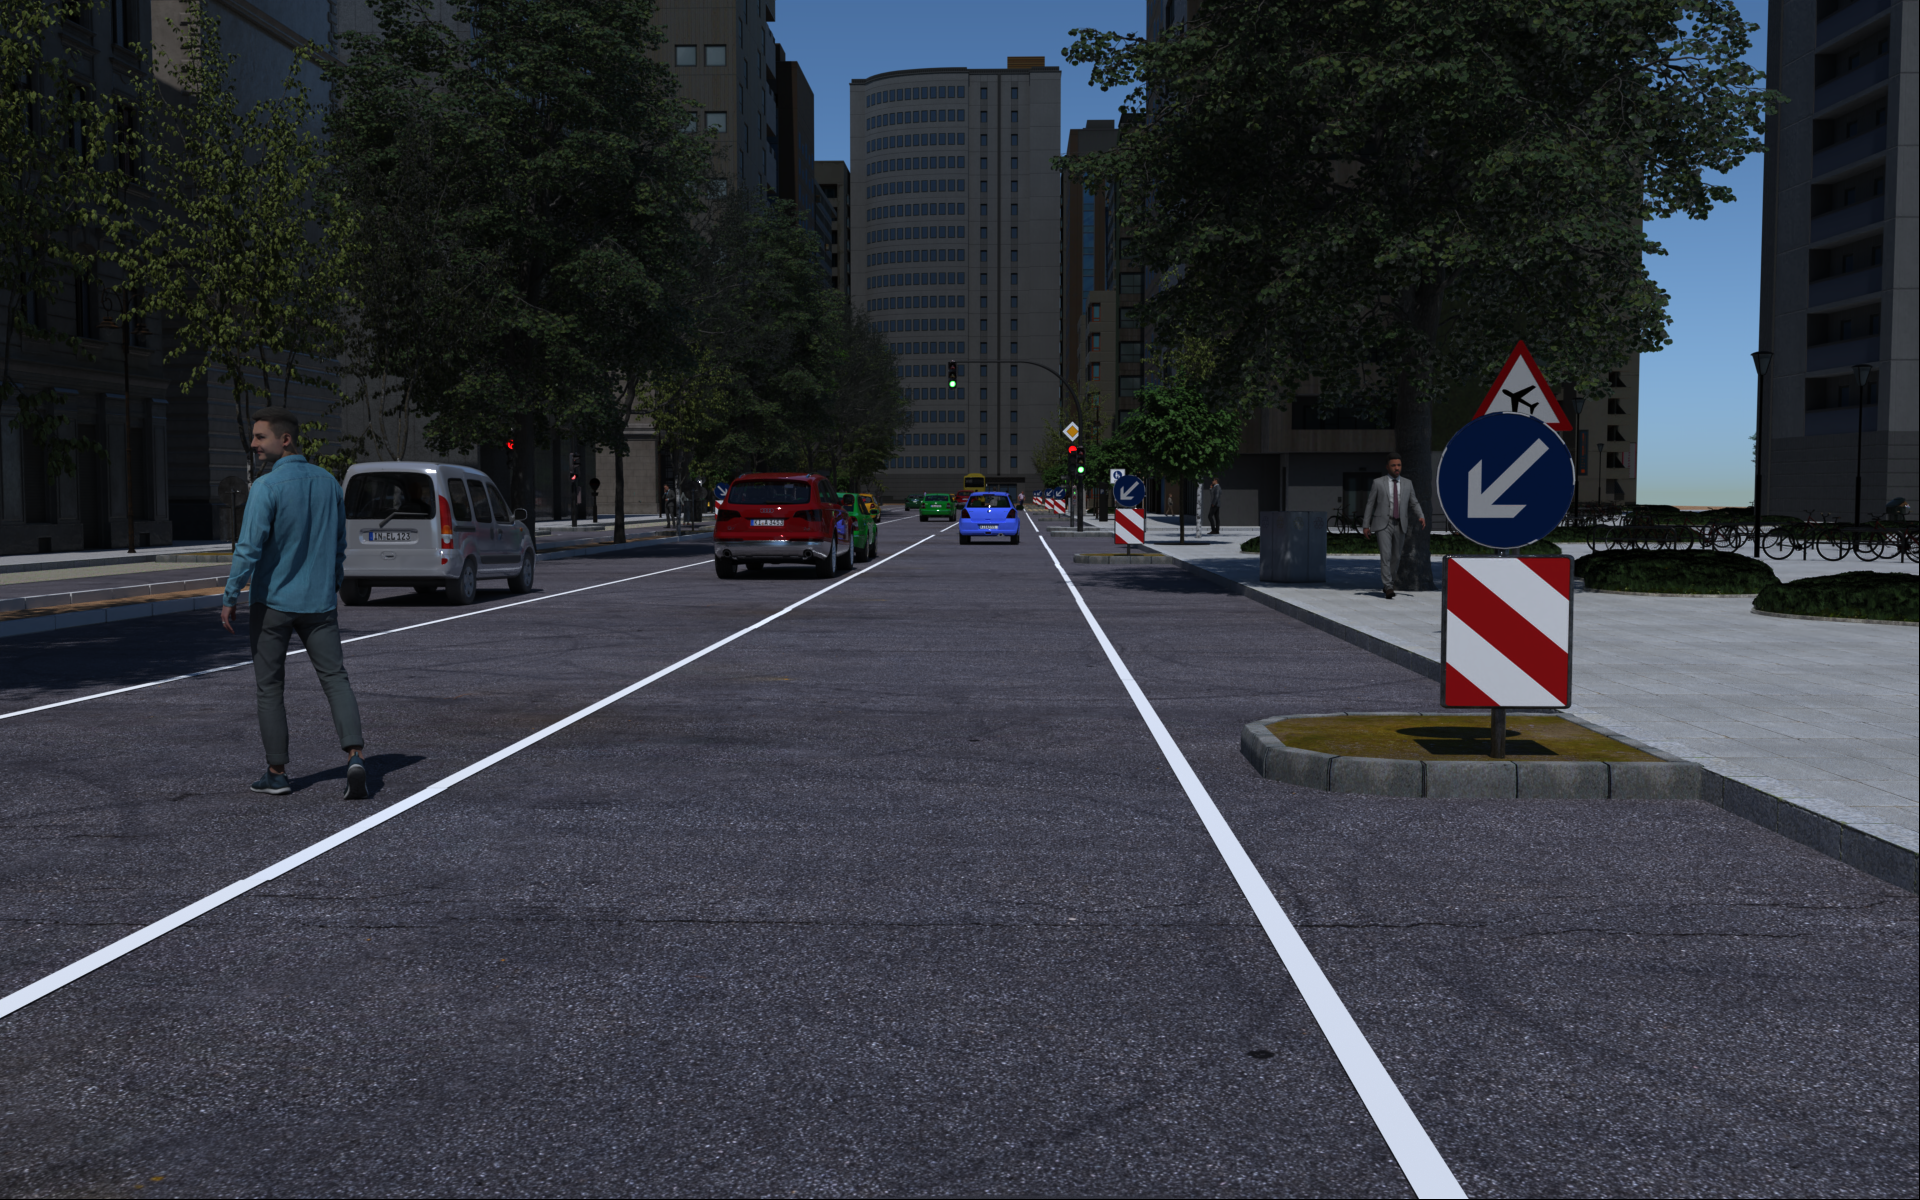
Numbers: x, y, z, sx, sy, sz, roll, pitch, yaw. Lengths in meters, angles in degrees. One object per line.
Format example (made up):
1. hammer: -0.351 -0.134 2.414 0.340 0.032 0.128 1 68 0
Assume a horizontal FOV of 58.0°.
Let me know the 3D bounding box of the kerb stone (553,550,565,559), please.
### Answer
1. kerb stone: -8.960 -0.976 38.243 0.120 0.150 1.000 0 4 2

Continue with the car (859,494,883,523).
1. car: -4.904 -4.685 86.827 2.015 1.641 3.980 0 4 1

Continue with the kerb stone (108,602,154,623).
1. kerb stone: -9.543 0.147 19.787 0.120 0.150 1.000 0 4 2

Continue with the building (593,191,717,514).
1. building: -23.525 -15.865 110.297 10.553 20.767 40.483 0 4 2

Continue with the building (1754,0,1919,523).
1. building: 53.721 -32.680 76.321 28.212 58.520 21.231 0 4 2

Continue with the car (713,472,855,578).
1. car: -3.090 -1.371 31.086 2.281 1.827 5.304 0 4 2

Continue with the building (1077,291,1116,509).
1. building: 25.276 -19.350 161.413 27.650 21.520 28.899 0 4 2

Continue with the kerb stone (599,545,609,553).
1. kerb stone: -8.830 -1.229 42.335 0.120 0.150 1.000 0 4 2

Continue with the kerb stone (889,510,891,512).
1. kerb stone: -5.808 -7.089 138.103 0.120 0.150 1.000 0 4 2

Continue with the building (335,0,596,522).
1. building: -25.244 -16.005 79.709 12.078 24.808 19.932 0 4 2

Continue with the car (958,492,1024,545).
1. car: 0.878 -2.487 50.252 1.945 1.707 3.694 0 4 3

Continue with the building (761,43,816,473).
1. building: -22.512 -32.221 176.922 14.600 45.320 14.200 0 4 2

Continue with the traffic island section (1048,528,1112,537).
1. traffic island section: 4.108 -2.248 59.036 2.009 0.180 2.903 0 4 2

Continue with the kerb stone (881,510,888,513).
1. kerb stone: -5.898 -6.901 135.033 0.120 0.150 1.000 0 4 2

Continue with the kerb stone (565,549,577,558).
1. kerb stone: -8.932 -1.044 39.265 0.120 0.150 1.000 0 4 2

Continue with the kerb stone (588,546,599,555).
1. kerb stone: -8.852 -1.168 41.311 0.120 0.150 1.000 0 4 2

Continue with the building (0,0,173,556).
1. building: -24.613 -11.295 33.823 9.793 20.994 18.267 0 4 2

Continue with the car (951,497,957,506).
1. car: -1.188 -6.164 112.788 2.014 1.417 4.499 0 4 1

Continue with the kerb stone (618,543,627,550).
1. kerb stone: -8.766 -1.357 44.388 0.120 0.150 1.000 0 4 2

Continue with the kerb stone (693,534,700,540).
1. kerb stone: -8.442 -1.983 54.614 0.120 0.150 1.000 0 4 2

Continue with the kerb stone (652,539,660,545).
1. kerb stone: -8.637 -1.607 48.475 0.120 0.150 1.000 0 4 2

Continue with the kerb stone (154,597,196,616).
1. kerb stone: -9.509 0.084 20.817 0.120 0.150 1.000 0 4 2

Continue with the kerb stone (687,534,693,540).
1. kerb stone: -8.480 -1.918 53.593 0.120 0.150 1.000 0 4 2

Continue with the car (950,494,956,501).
1. car: -1.243 -12.635 216.806 2.015 1.641 3.980 0 4 2

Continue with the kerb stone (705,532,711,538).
1. kerb stone: -8.375 -2.108 56.657 0.120 0.150 1.000 0 4 2

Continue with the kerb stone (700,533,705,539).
1. kerb stone: -8.411 -2.045 55.635 0.120 0.150 1.000 0 4 2

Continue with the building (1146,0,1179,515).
1. building: 19.431 -28.243 111.887 14.600 45.320 14.200 0 4 2

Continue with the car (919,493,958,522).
1. car: -1.134 -5.023 90.921 1.959 1.807 4.718 0 4 3

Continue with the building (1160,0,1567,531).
1. building: 15.758 -18.312 71.102 14.107 30.474 14.160 0 4 2

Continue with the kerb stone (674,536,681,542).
1. kerb stone: -8.550 -1.792 51.550 0.120 0.150 1.000 0 4 2

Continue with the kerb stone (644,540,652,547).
1. kerb stone: -8.672 -1.543 47.454 0.120 0.150 1.000 0 4 2

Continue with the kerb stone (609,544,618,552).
1. kerb stone: -8.799 -1.290 43.357 0.120 0.150 1.000 0 4 2

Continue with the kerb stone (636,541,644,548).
1. kerb stone: -8.708 -1.482 46.432 0.120 0.150 1.000 0 4 2

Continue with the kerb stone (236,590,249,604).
1. kerb stone: -9.450 -0.041 22.879 0.120 0.150 1.000 0 4 2

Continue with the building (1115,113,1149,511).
1. building: 19.015 -22.188 134.476 14.160 30.474 14.107 0 4 2

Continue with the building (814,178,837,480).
1. building: -27.009 -31.122 200.731 23.993 40.220 32.217 0 4 2

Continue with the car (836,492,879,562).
1. car: -2.784 -1.770 37.730 1.959 1.807 4.718 0 4 1

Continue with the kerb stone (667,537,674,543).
1. kerb stone: -8.579 -1.733 50.523 0.120 0.150 1.000 0 4 2

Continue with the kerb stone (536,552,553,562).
1. kerb stone: -8.996 -0.915 37.221 0.120 0.150 1.000 0 4 2

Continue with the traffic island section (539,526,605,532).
1. traffic island section: -15.071 -2.774 67.634 2.009 0.180 2.903 0 4 2

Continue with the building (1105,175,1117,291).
1. building: 28.680 -30.360 188.265 32.217 40.220 23.993 0 4 2

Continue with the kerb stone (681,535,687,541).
1. kerb stone: -8.507 -1.858 52.571 0.120 0.150 1.000 0 4 2

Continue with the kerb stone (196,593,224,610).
1. kerb stone: -9.475 0.022 21.846 0.120 0.150 1.000 0 4 2

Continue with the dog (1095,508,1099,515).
1. dog: 8.602 -5.685 107.335 0.800 0.831 0.513 1 4 16

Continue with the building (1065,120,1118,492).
1. building: 19.828 -34.112 207.843 14.600 45.320 14.200 0 4 2

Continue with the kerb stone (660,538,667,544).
1. kerb stone: -8.613 -1.670 49.497 0.120 0.150 1.000 0 4 2

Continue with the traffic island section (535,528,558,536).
1. traffic island section: -15.323 -2.286 59.653 2.009 0.180 2.903 0 4 2

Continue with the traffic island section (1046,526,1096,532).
1. traffic island section: 4.360 -2.736 67.017 2.009 0.180 2.903 0 4 2

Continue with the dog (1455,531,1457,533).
1. dog: 11.961 -1.435 41.203 0.748 0.427 0.550 0 4 -7

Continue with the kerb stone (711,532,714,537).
1. kerb stone: -8.351 -2.169 57.678 0.120 0.150 1.000 0 4 2

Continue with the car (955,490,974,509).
1. car: 0.609 -9.437 162.959 2.281 1.827 5.304 0 4 3

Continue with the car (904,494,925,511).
1. car: -3.699 -8.274 147.073 2.131 1.459 4.920 0 4 1

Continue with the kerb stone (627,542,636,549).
1. kerb stone: -8.730 -1.417 45.409 0.120 0.150 1.000 0 4 2

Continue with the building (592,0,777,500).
1. building: -31.347 -34.674 156.155 28.713 52.752 27.495 0 4 2

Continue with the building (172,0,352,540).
1. building: -29.771 -13.665 52.302 19.941 23.489 11.050 0 4 2

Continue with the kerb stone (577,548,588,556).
1. kerb stone: -8.898 -1.107 40.290 0.120 0.150 1.000 0 4 2
